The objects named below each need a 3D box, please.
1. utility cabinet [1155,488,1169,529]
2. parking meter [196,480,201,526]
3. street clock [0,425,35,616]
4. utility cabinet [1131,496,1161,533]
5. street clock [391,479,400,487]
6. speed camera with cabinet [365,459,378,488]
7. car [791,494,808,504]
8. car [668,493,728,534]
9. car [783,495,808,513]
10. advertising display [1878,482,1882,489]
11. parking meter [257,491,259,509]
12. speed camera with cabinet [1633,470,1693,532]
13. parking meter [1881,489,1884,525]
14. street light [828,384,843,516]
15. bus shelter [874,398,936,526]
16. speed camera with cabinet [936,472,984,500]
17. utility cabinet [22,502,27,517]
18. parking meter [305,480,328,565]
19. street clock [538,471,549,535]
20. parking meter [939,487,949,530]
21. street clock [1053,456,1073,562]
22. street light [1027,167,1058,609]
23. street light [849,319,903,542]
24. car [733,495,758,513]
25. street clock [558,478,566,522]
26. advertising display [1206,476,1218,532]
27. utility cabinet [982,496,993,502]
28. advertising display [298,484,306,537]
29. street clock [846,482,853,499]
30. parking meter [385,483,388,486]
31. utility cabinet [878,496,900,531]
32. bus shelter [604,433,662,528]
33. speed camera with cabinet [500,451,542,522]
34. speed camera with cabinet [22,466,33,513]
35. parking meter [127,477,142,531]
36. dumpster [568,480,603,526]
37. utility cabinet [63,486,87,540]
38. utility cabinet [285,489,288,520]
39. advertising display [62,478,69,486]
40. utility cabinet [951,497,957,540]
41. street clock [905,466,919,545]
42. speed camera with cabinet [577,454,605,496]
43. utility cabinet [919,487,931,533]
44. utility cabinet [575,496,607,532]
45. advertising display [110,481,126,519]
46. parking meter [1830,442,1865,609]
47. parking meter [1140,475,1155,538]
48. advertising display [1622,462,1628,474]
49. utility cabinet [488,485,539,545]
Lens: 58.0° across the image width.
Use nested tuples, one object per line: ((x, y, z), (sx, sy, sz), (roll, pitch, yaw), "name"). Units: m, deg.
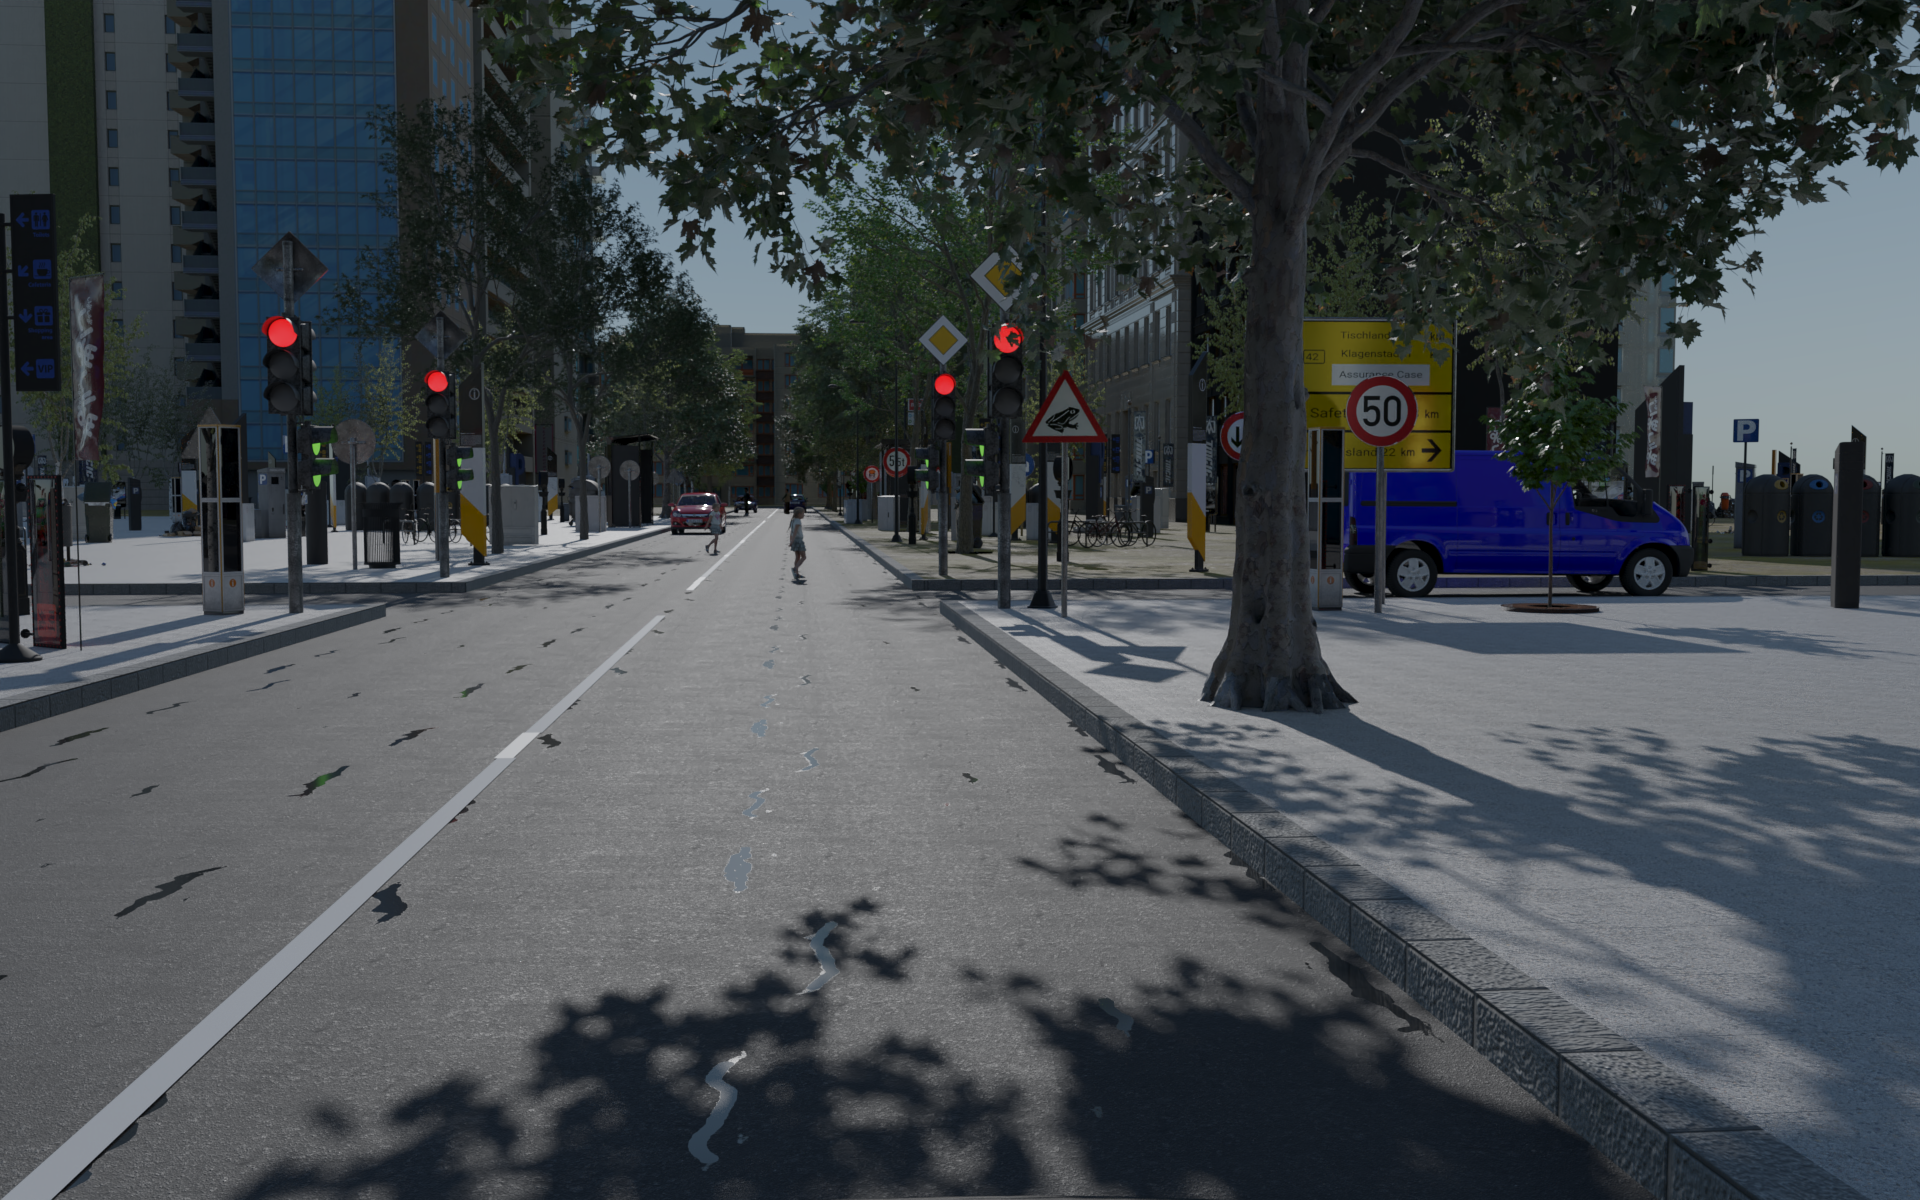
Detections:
((7.207, -3.357, 63.571), (0.318, 1.500, 1.173), (-2, 4, -27), "utility cabinet")
((-31.050, -3.966, 70.549), (0.399, 1.863, 0.255), (1, 4, 13), "parking meter")
((-9.997, -0.839, 18.291), (0.471, 2.002, 0.358), (2, 4, 29), "street clock")
((6.112, -2.801, 56.959), (1.020, 1.237, 0.306), (-2, 4, -31), "utility cabinet")
((-27.851, -4.954, 85.569), (0.471, 2.002, 0.358), (-2, 4, -29), "street clock")
((-29.533, -5.685, 87.279), (0.660, 3.252, 2.038), (-2, 4, -24), "speed camera with cabinet")
((-15.384, -9.261, 163.219), (2.131, 1.459, 4.920), (0, 4, -5), "car")
((-9.537, -3.318, 63.289), (2.155, 1.783, 4.494), (0, 4, -4), "car")
((-12.660, -7.369, 133.068), (1.945, 1.354, 3.894), (0, 4, -4), "car")
((46.762, -5.122, 88.953), (0.974, 1.923, 0.123), (2, 4, 29), "advertising display")
((-34.550, -4.725, 85.664), (0.372, 1.533, 0.369), (0, 3, 0), "parking meter")
((24.109, -3.972, 59.281), (2.038, 3.252, 0.660), (-1, 4, -11), "speed camera with cabinet")
((38.936, -3.939, 72.808), (0.372, 1.533, 0.369), (0, 3, 0), "parking meter")
((-4.894, -6.181, 73.596), (1.470, 5.913, 1.316), (0, 4, -5), "street light")
((-2.317, -5.648, 69.984), (2.179, 5.291, 8.768), (0, 4, -5), "bus shelter")
((0.019, -4.786, 72.582), (2.038, 3.252, 0.660), (-2, 4, -27), "speed camera with cabinet")
((-50.933, -5.233, 94.233), (0.318, 1.500, 1.173), (1, 4, 16), "utility cabinet")
((-11.725, -1.416, 31.561), (0.372, 1.533, 0.369), (0, 3, 0), "parking meter")
((-13.058, -3.043, 54.320), (0.358, 2.002, 0.471), (-2, 4, -25), "street clock")
((-0.565, -3.259, 61.692), (0.372, 1.533, 0.369), (0, 3, 0), "parking meter")
((1.956, -1.733, 32.911), (0.358, 2.002, 0.471), (2, 4, 26), "street clock")
((0.392, -2.860, 19.302), (1.470, 5.913, 1.316), (0, 4, -5), "street light")
((-2.235, -4.500, 46.124), (1.470, 5.913, 1.316), (0, 4, -5), "street light")
((-16.387, -7.334, 132.486), (1.945, 1.354, 3.894), (0, 4, -6), "car")
((-17.984, -4.505, 78.229), (0.358, 2.002, 0.471), (-1, 4, -21), "street clock")
((8.329, -3.280, 58.847), (0.974, 1.923, 0.123), (3, 5, 44), "advertising display")
((0.568, -2.837, 57.540), (1.020, 1.237, 0.306), (1, 4, 16), "utility cabinet")
((-19.778, -2.879, 52.293), (0.123, 1.923, 0.974), (0, 4, -1), "advertising display")
((-6.057, -5.552, 95.343), (0.358, 2.002, 0.471), (-3, 5, -39), "street clock")
((-30.881, -5.332, 92.881), (0.399, 1.863, 0.255), (1, 4, 10), "parking meter")
((-2.518, -3.054, 61.087), (0.306, 1.237, 1.020), (-3, 4, -36), "utility cabinet")
((-13.040, -4.777, 69.393), (1.731, 3.624, 6.357), (0, 4, -6), "bus shelter")
((-20.159, -5.188, 79.162), (2.038, 3.252, 0.660), (-2, 4, -26), "speed camera with cabinet")
((-31.601, -3.854, 57.341), (2.038, 3.252, 0.660), (2, 4, 26), "speed camera with cabinet")
((-28.959, -3.369, 60.795), (0.255, 1.863, 0.399), (3, 5, 42), "parking meter")
((-15.254, -3.956, 70.439), (1.264, 1.857, 1.865), (0, 4, -6), "dumpster")
((-24.580, -2.388, 47.720), (1.173, 1.500, 0.318), (-2, 4, -34), "utility cabinet")
((-32.398, -4.570, 83.398), (1.173, 1.500, 0.318), (1, 4, 9), "utility cabinet")
((-35.311, -3.860, 68.328), (0.123, 1.923, 0.974), (-1, 4, -15), "advertising display")
((-0.042, -2.273, 48.317), (0.306, 1.237, 1.020), (1, 4, 9), "utility cabinet")
((-1.212, -2.416, 44.066), (0.358, 2.002, 0.471), (0, 4, 4), "street clock")
((-17.960, -5.561, 85.266), (0.660, 3.252, 2.038), (2, 4, 28), "speed camera with cabinet")
((-1.137, -2.949, 56.894), (0.318, 1.500, 1.173), (0, 4, 3), "utility cabinet")
((-13.325, -3.145, 62.575), (1.020, 1.237, 0.306), (1, 4, 11), "utility cabinet")
((-43.128, -5.099, 88.576), (0.123, 1.923, 0.974), (2, 4, 31), "advertising display")
((10.008, -0.846, 19.538), (0.255, 1.863, 0.399), (1, 4, 19), "parking meter")
((5.523, -2.773, 51.042), (0.399, 1.863, 0.255), (-1, 4, -13), "parking meter")
((13.090, -1.839, 35.284), (0.974, 1.923, 0.123), (3, 5, 44), "advertising display")
((-11.139, -2.112, 43.213), (1.173, 1.500, 0.318), (0, 4, 6), "utility cabinet")
